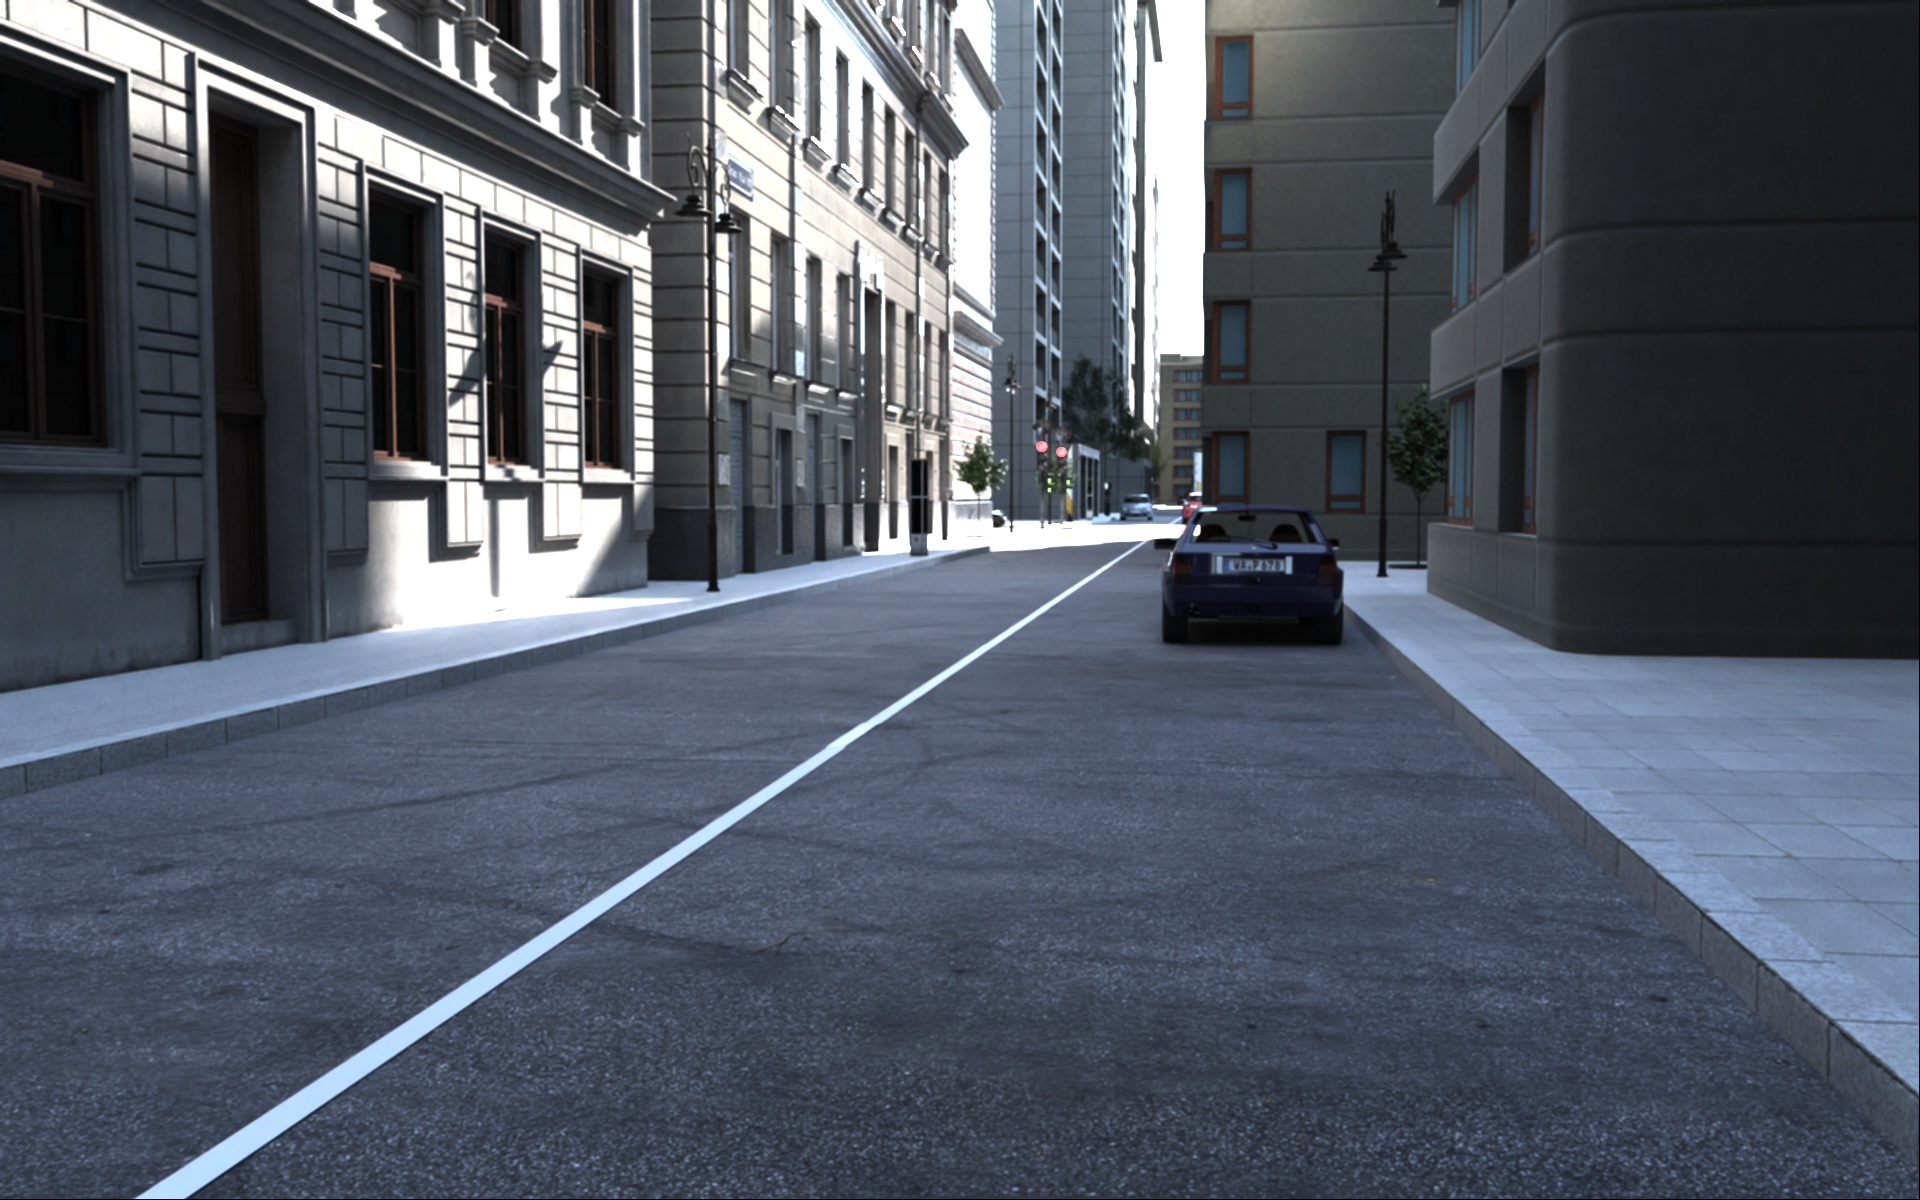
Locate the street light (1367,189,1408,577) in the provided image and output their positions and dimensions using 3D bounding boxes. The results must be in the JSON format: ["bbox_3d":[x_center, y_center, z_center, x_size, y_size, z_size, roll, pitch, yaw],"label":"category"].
[{"bbox_3d":[6.538,-3.293,26.634,0.468,5.910,1.993,1,4,8],"label":"street light"}]

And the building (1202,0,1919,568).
[{"bbox_3d":[20.420,-12.237,45.110,27.650,21.520,28.899,1,4,8],"label":"building"}]

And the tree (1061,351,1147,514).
[{"bbox_3d":[8.751,-10.929,113.102,7.601,10.594,8.767,1,4,12],"label":"tree"}]

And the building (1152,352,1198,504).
[{"bbox_3d":[19.759,-24.339,242.977,28.899,21.520,27.650,1,4,8],"label":"building"}]

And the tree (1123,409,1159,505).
[{"bbox_3d":[13.743,-11.733,142.198,4.737,8.622,4.395,0,3,0],"label":"tree"}]

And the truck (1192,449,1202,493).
[{"bbox_3d":[16.455,-7.553,112.405,2.839,4.237,11.283,0,4,8],"label":"truck"}]

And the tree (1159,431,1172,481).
[{"bbox_3d":[22.729,-15.438,202.770,4.737,8.622,4.395,0,3,0],"label":"tree"}]

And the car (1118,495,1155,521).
[{"bbox_3d":[9.708,-5.082,95.085,2.014,1.417,4.499,0,4,7],"label":"car"}]

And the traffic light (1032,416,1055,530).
[{"bbox_3d":[2.995,-4.499,62.483,0.839,4.253,0.868,1,4,8],"label":"traffic light"}]

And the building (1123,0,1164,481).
[{"bbox_3d":[7.029,-36.549,186.813,28.713,52.752,27.495,1,4,8],"label":"building"}]

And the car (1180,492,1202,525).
[{"bbox_3d":[11.558,-4.509,82.768,2.155,1.783,4.494,1,4,9],"label":"car"}]

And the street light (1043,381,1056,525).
[{"bbox_3d":[3.669,-5.989,70.703,0.468,5.910,1.993,1,4,8],"label":"street light"}]

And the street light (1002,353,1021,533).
[{"bbox_3d":[1.698,-5.144,56.892,0.468,5.910,1.993,1,4,8],"label":"street light"}]

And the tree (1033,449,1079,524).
[{"bbox_3d":[3.994,-4.842,73.776,1.663,3.219,1.824,0,3,0],"label":"tree"}]

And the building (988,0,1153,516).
[{"bbox_3d":[3.832,-42.100,126.586,20.563,71.187,20.611,1,4,8],"label":"building"}]

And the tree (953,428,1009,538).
[{"bbox_3d":[0.683,-3.454,51.070,1.663,3.219,1.824,0,3,0],"label":"tree"}]

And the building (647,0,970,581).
[{"bbox_3d":[-7.480,-14.687,37.389,12.463,27.353,25.104,1,4,8],"label":"building"}]

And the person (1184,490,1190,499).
[{"bbox_3d":[26.817,-11.929,203.166,0.705,1.869,1.348,-3,5,-43],"label":"person"}]

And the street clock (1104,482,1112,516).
[{"bbox_3d":[8.637,-5.901,101.059,0.358,2.002,0.471,-2,4,-25],"label":"street clock"}]

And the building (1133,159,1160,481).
[{"bbox_3d":[17.573,-32.434,213.887,14.086,41.232,14.154,1,4,8],"label":"building"}]

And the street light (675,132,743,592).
[{"bbox_3d":[-3.251,-3.049,22.641,0.468,5.910,1.993,1,4,8],"label":"street light"}]

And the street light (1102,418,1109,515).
[{"bbox_3d":[8.808,-8.079,104.883,0.468,5.910,1.993,1,4,8],"label":"street light"}]

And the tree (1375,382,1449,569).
[{"bbox_3d":[8.083,-2.160,29.924,1.663,3.219,1.824,0,3,0],"label":"tree"}]

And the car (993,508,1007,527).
[{"bbox_3d":[-0.281,-3.541,67.680,4.222,1.686,2.009,1,4,8],"label":"car"}]

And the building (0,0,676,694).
[{"bbox_3d":[-10.613,-10.890,14.209,11.583,22.565,21.152,1,4,8],"label":"building"}]

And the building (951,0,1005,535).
[{"bbox_3d":[-8.658,-14.057,58.717,19.941,23.489,11.050,1,4,8],"label":"building"}]

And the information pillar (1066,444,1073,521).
[{"bbox_3d":[5.093,-5.471,80.797,0.183,3.616,0.504,2,4,32],"label":"information pillar"}]

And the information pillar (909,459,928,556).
[{"bbox_3d":[-0.853,-1.929,36.026,0.304,2.012,0.304,1,4,21],"label":"information pillar"}]

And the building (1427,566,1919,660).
[{"bbox_3d":[17.670,-9.827,5.708,27.650,21.520,28.899,1,4,8],"label":"building"}]

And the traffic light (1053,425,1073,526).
[{"bbox_3d":[4.164,-4.982,70.383,0.839,4.253,0.868,1,4,8],"label":"traffic light"}]

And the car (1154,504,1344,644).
[{"bbox_3d":[2.976,-0.328,17.945,1.945,1.354,3.894,0,4,8],"label":"car"}]

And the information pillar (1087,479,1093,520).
[{"bbox_3d":[6.329,-4.888,84.409,0.304,2.012,0.304,0,4,8],"label":"information pillar"}]

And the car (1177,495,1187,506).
[{"bbox_3d":[27.986,-12.426,215.738,1.945,1.354,3.894,0,4,7],"label":"car"}]

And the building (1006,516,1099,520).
[{"bbox_3d":[-2.798,-40.102,93.919,20.563,71.187,20.611,1,4,8],"label":"building"}]
